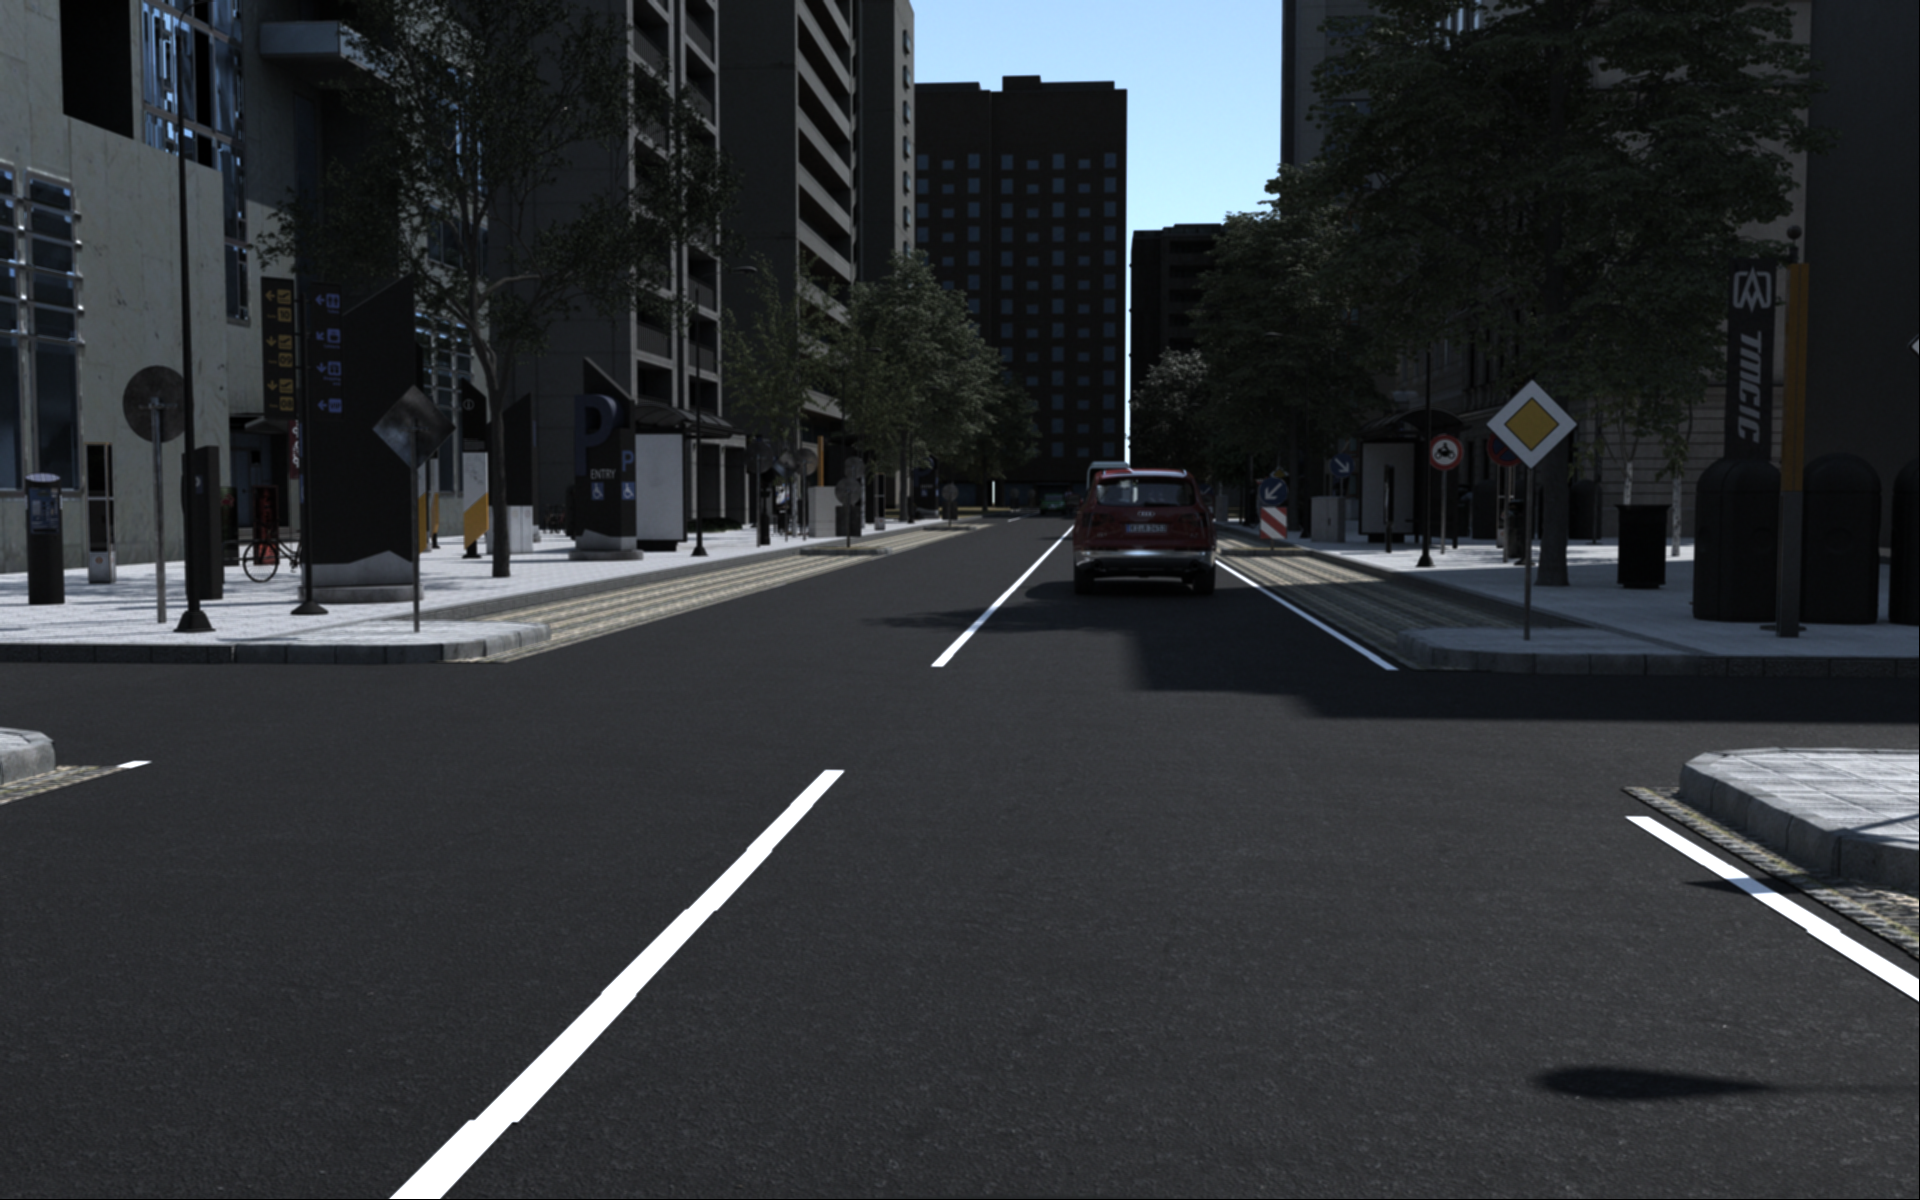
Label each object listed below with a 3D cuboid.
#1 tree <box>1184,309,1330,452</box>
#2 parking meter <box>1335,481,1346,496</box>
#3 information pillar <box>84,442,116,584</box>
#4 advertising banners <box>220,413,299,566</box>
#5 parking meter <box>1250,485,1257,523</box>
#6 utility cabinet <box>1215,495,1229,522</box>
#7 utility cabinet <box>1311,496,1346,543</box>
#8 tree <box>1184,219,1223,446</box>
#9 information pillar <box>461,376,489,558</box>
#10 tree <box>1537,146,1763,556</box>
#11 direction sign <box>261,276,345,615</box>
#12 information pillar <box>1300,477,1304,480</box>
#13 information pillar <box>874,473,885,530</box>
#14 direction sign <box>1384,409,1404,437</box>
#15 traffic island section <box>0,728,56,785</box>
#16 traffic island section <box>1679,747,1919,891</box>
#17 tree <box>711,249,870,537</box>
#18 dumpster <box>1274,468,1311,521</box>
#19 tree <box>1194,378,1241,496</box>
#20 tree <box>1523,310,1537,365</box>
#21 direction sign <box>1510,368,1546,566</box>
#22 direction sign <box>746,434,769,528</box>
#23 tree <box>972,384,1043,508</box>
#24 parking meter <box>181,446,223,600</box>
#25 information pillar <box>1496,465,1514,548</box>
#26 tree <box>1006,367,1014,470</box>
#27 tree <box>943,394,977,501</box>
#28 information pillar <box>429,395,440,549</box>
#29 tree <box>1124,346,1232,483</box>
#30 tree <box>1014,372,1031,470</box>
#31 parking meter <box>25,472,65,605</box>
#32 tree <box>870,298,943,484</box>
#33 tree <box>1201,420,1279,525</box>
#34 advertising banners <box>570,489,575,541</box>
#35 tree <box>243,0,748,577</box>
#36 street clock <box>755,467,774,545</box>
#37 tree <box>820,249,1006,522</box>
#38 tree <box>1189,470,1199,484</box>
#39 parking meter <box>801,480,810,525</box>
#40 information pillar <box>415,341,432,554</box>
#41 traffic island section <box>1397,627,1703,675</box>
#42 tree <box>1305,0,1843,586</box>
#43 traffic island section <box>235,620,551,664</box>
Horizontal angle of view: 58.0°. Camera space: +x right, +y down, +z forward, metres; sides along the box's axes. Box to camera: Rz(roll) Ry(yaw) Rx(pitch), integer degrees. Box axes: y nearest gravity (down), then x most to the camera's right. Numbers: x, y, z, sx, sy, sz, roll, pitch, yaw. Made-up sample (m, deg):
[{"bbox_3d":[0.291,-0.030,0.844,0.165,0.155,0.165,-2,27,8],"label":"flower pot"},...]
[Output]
[{"bbox_3d":[13.955,-8.971,81.094,7.601,10.594,8.767,1,4,13],"label":"tree"},{"bbox_3d":[16.701,-4.302,76.053,0.399,1.863,0.255,-2,4,-25],"label":"parking meter"},{"bbox_3d":[-12.312,-1.242,24.806,0.304,2.012,0.304,-1,4,-12],"label":"information pillar"},{"bbox_3d":[-12.556,-2.142,31.202,0.090,3.025,2.074,3,5,39],"label":"advertising banners"},{"bbox_3d":[12.878,-4.329,76.487,0.399,1.863,0.255,0,4,1],"label":"parking meter"},{"bbox_3d":[12.145,-4.234,80.383,0.306,1.237,1.020,-1,4,-10],"label":"utility cabinet"},{"bbox_3d":[9.776,-2.132,46.017,0.306,1.237,1.020,-2,4,-32],"label":"utility cabinet"},{"bbox_3d":[11.392,-8.630,59.223,7.486,12.596,7.792,0,3,0],"label":"tree"},{"bbox_3d":[-9.673,-2.639,34.506,0.504,3.616,0.183,0,4,1],"label":"information pillar"},{"bbox_3d":[14.530,-5.207,35.499,4.737,8.622,4.395,0,3,0],"label":"tree"},{"bbox_3d":[-6.958,-1.616,18.419,0.379,3.537,0.876,3,5,43],"label":"direction sign"},{"bbox_3d":[14.356,-4.185,72.914,0.304,2.012,0.304,0,4,0],"label":"information pillar"},{"bbox_3d":[-2.838,-3.469,61.217,0.304,2.012,0.304,-1,4,-22],"label":"information pillar"},{"bbox_3d":[11.664,-3.342,46.637,0.876,3.537,0.379,-3,5,-40],"label":"direction sign"},{"bbox_3d":[-5.725,0.867,8.104,2.009,0.180,2.903,0,4,5],"label":"traffic island section"},{"bbox_3d":[4.331,0.919,7.259,2.009,0.180,2.903,0,4,5],"label":"traffic island section"},{"bbox_3d":[-5.156,-6.174,51.314,4.737,8.622,4.395,0,3,0],"label":"tree"},{"bbox_3d":[12.564,-3.898,66.230,1.502,2.255,1.985,0,4,5],"label":"dumpster"},{"bbox_3d":[15.591,-9.310,102.576,4.360,8.622,3.978,0,3,0],"label":"tree"},{"bbox_3d":[15.324,-5.475,39.872,4.737,8.622,4.395,0,3,0],"label":"tree"},{"bbox_3d":[10.175,-2.392,31.100,0.876,3.537,0.379,-2,4,-31],"label":"direction sign"},{"bbox_3d":[-7.836,-4.526,65.999,0.876,3.537,0.379,3,5,40],"label":"direction sign"},{"bbox_3d":[3.927,-14.485,162.579,9.928,11.665,9.643,0,3,0],"label":"tree"},{"bbox_3d":[-9.211,-0.938,21.039,0.399,1.863,0.255,1,4,14],"label":"parking meter"},{"bbox_3d":[12.966,-2.243,41.167,0.304,2.012,0.304,3,4,37],"label":"information pillar"},{"bbox_3d":[-1.288,-10.805,94.796,7.486,12.596,7.792,0,3,0],"label":"tree"},{"bbox_3d":[-0.668,-9.512,105.879,4.737,8.622,4.395,0,3,0],"label":"tree"},{"bbox_3d":[-12.361,-3.018,40.699,0.183,3.616,0.504,-2,4,-29],"label":"information pillar"},{"bbox_3d":[19.036,-14.892,150.146,9.857,13.997,8.962,0,3,0],"label":"tree"},{"bbox_3d":[1.834,-13.191,133.800,7.486,12.596,7.792,0,3,0],"label":"tree"},{"bbox_3d":[-10.658,-0.719,20.169,0.372,1.533,0.369,0,3,0],"label":"parking meter"},{"bbox_3d":[-3.363,-6.963,64.205,4.737,8.622,4.395,0,3,0],"label":"tree"},{"bbox_3d":[11.812,-5.473,73.193,4.285,4.588,4.351,0,3,0],"label":"tree"},{"bbox_3d":[-10.353,-3.191,48.368,0.090,3.025,2.074,1,4,16],"label":"advertising banners"},{"bbox_3d":[-6.983,-5.649,26.779,8.767,10.594,7.601,1,4,14],"label":"tree"},{"bbox_3d":[-4.921,-2.388,43.616,0.358,2.002,0.471,3,4,38],"label":"street clock"},{"bbox_3d":[-2.628,-9.907,80.106,7.486,12.596,7.792,0,3,0],"label":"tree"},{"bbox_3d":[17.939,-8.595,135.123,1.663,3.219,1.824,0,3,0],"label":"tree"},{"bbox_3d":[-6.410,-4.051,71.946,0.255,1.863,0.399,1,4,16],"label":"parking meter"},{"bbox_3d":[-7.318,-1.927,22.854,0.504,3.616,0.183,-3,4,-37],"label":"information pillar"},{"bbox_3d":[4.997,0.432,15.216,2.009,0.180,2.903,0,4,5],"label":"traffic island section"},{"bbox_3d":[8.214,-6.495,24.327,7.486,12.596,7.792,0,3,0],"label":"tree"},{"bbox_3d":[-5.058,0.380,16.061,2.009,0.180,2.903,0,4,5],"label":"traffic island section"}]
